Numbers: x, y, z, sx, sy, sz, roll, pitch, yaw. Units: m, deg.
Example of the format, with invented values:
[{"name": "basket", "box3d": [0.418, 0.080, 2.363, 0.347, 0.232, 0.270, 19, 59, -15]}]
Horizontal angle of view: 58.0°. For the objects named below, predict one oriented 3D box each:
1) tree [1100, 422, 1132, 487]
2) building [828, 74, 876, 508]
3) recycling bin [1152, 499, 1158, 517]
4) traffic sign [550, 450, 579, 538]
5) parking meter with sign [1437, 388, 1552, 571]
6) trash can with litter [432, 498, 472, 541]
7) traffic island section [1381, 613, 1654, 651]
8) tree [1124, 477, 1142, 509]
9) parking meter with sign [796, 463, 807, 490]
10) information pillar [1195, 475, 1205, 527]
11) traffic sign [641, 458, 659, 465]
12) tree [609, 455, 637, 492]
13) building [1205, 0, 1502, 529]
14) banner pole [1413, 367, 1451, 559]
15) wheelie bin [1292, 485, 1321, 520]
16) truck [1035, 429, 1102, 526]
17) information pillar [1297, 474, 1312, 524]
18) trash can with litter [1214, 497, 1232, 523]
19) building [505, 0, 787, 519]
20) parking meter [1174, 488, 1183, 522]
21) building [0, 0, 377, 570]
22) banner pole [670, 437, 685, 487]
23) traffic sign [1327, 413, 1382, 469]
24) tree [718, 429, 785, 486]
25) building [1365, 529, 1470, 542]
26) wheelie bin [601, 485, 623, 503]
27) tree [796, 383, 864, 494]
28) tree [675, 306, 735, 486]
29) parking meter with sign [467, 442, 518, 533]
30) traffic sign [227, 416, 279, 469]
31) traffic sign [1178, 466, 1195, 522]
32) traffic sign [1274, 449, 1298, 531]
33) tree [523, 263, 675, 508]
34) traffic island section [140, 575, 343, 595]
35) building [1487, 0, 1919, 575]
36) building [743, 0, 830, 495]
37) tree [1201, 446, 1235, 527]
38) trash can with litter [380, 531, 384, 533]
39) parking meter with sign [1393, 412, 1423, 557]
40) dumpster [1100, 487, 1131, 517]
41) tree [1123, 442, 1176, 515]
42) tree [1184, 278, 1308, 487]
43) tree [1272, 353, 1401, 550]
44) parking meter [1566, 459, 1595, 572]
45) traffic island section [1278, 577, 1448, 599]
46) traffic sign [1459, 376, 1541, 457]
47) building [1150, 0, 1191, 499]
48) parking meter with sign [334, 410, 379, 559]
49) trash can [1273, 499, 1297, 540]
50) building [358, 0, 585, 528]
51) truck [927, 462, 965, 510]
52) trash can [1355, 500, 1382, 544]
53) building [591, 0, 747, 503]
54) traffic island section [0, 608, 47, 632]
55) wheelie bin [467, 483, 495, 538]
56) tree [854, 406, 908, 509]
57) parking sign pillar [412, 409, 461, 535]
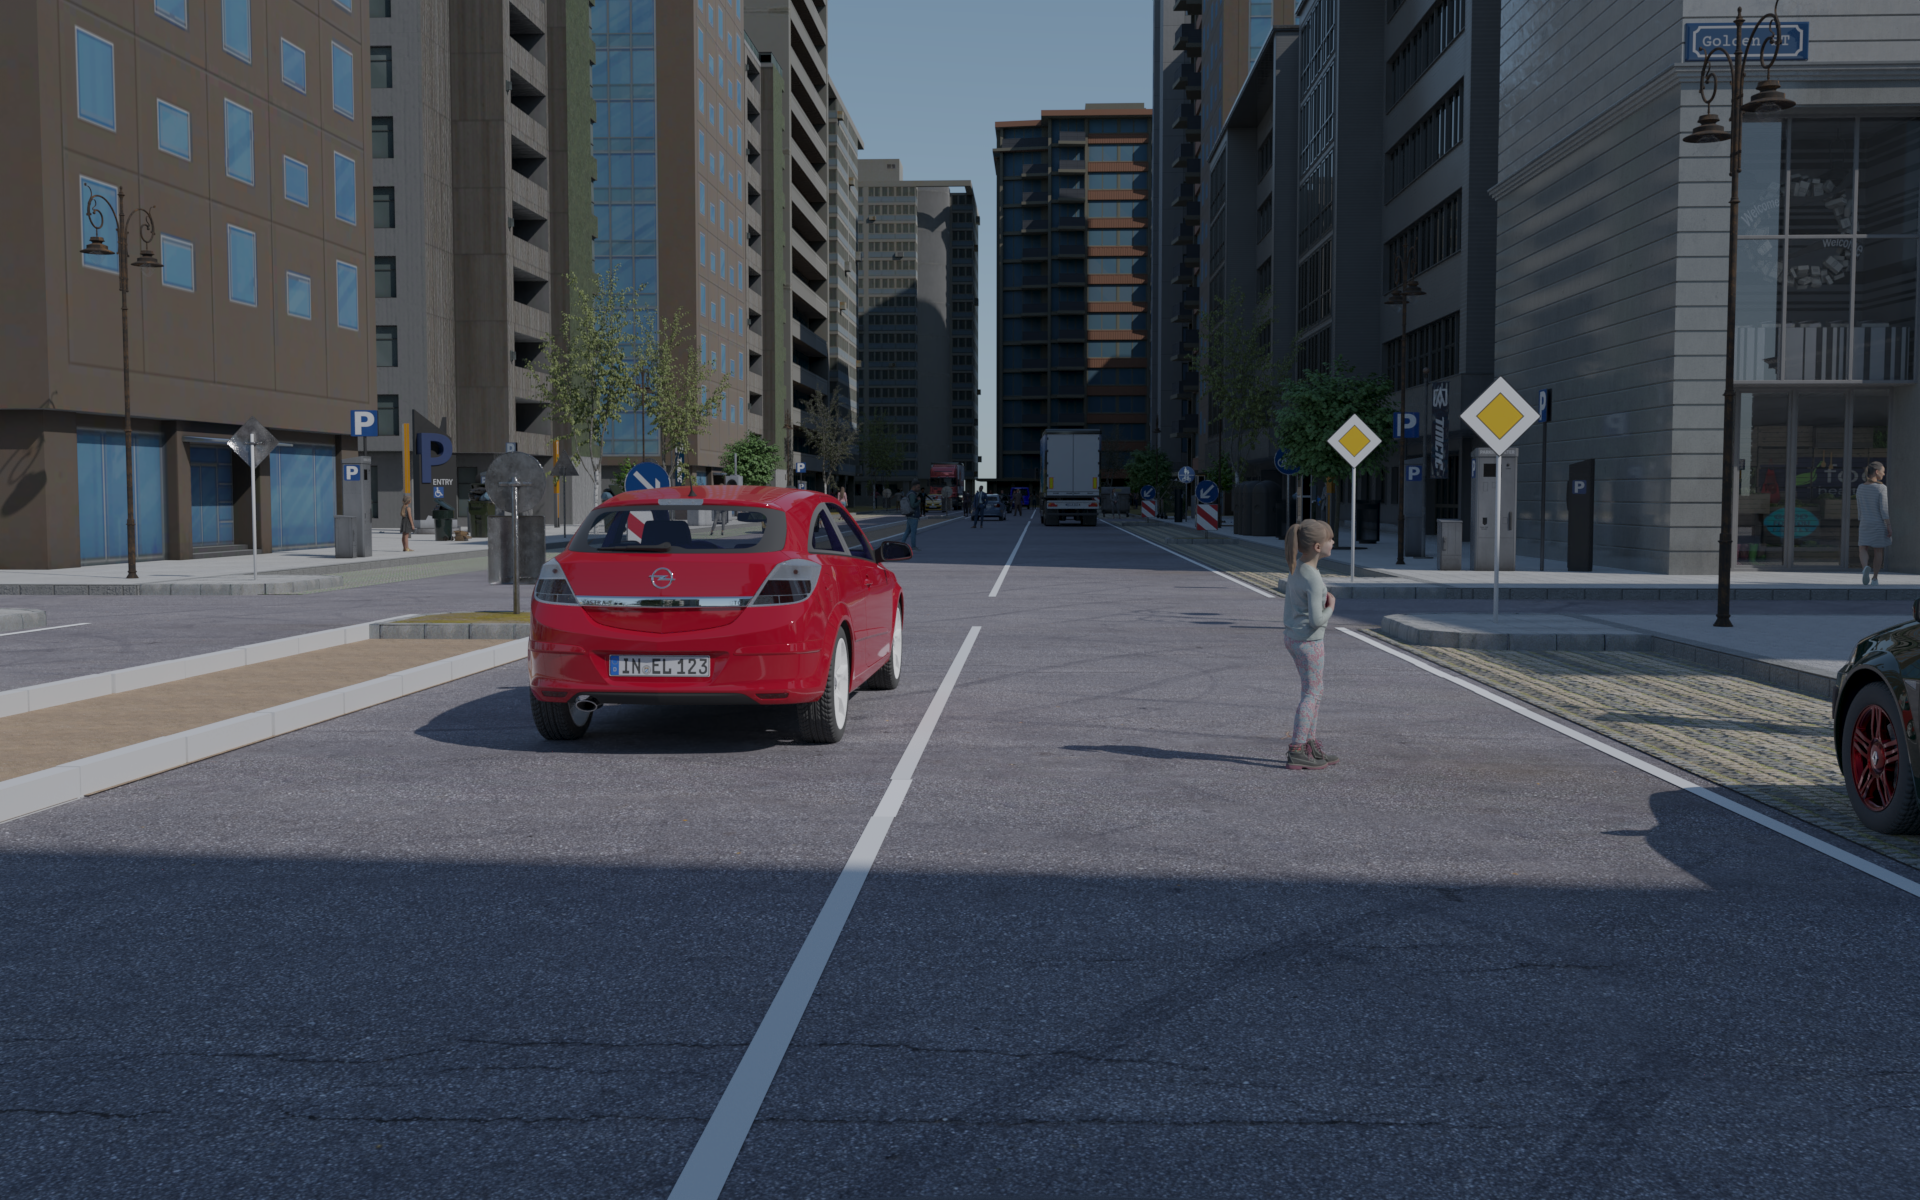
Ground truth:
[{"name": "tree", "box3d": [15.434, -13.837, 176.603, 4.360, 8.622, 3.978, 0, 3, 0]}, {"name": "building", "box3d": [-21.536, -28.578, 159.137, 23.993, 40.220, 32.217, 0, 4, 3]}, {"name": "recycling bin", "box3d": [11.163, -5.187, 97.364, 0.722, 1.027, 0.722, 0, 4, 1]}, {"name": "traffic sign", "box3d": [-11.558, -3.094, 50.586, 0.884, 2.594, 0.081, 0, 4, 5]}, {"name": "parking meter with sign", "box3d": [8.896, -1.997, 28.910, 1.738, 3.016, 0.543, 0, 4, 5]}, {"name": "trash can with litter", "box3d": [-13.862, -2.196, 47.291, 1.055, 1.170, 0.624, 1, 4, 8]}, {"name": "traffic island section", "box3d": [5.357, 0.312, 17.176, 2.009, 0.180, 2.903, 0, 4, 3]}, {"name": "tree", "box3d": [14.750, -9.256, 145.933, 1.663, 3.219, 1.824, 0, 3, 0]}, {"name": "parking meter with sign", "box3d": [-8.789, -6.144, 96.721, 0.543, 3.016, 1.738, 0, 4, 1]}, {"name": "information pillar", "box3d": [9.304, -3.832, 67.141, 0.304, 2.012, 0.304, -1, 4, -12]}, {"name": "traffic sign", "box3d": [-10.998, -3.741, 61.277, 0.768, 2.556, 0.104, 0, 4, 7]}, {"name": "tree", "box3d": [-15.833, -5.415, 83.141, 1.663, 3.219, 1.824, 0, 3, 0]}, {"name": "building", "box3d": [20.433, -16.211, 84.121, 14.314, 24.678, 30.058, 0, 4, 3]}, {"name": "banner pole", "box3d": [9.337, -2.700, 34.164, 0.401, 3.779, 0.863, -2, 4, -30]}, {"name": "wheelie bin", "box3d": [11.784, -3.117, 58.876, 0.980, 1.594, 0.693, 1, 4, 14]}, {"name": "truck", "box3d": [5.007, -5.602, 80.507, 2.839, 4.237, 11.283, 0, 4, 1]}, {"name": "information pillar", "box3d": [9.067, -2.516, 45.622, 0.304, 2.012, 0.304, -1, 4, -12]}, {"name": "trash can with litter", "box3d": [11.266, -4.039, 77.094, 1.678, 1.210, 2.233, 1, 4, 16]}, {"name": "building", "box3d": [-18.915, -20.593, 108.399, 14.160, 30.474, 14.107, 0, 4, 3]}, {"name": "parking meter", "box3d": [9.892, -4.279, 78.376, 0.372, 1.533, 0.369, 0, 3, 0]}, {"name": "building", "box3d": [-21.629, -23.533, 34.875, 14.600, 45.320, 14.200, 0, 4, 3]}, {"name": "banner pole", "box3d": [-11.763, -5.006, 71.869, 0.863, 3.779, 0.401, -3, 5, -42]}, {"name": "traffic sign", "box3d": [5.718, -1.399, 25.071, 0.795, 2.593, 0.064, 0, 4, 3]}, {"name": "tree", "box3d": [-10.483, -6.320, 87.043, 4.285, 4.588, 4.351, 0, 3, 0]}, {"name": "building", "box3d": [19.579, -14.370, 54.013, 14.314, 24.678, 30.058, 0, 4, 3]}, {"name": "wheelie bin", "box3d": [-11.463, -3.019, 57.271, 0.693, 1.594, 0.980, 1, 4, 16]}, {"name": "tree", "box3d": [-8.740, -10.087, 115.288, 4.360, 8.622, 3.978, 0, 3, 0]}, {"name": "tree", "box3d": [-11.199, -7.142, 67.128, 4.737, 8.622, 4.395, 0, 3, 0]}, {"name": "parking meter with sign", "box3d": [-15.637, -3.767, 57.850, 0.543, 3.016, 1.738, 3, 4, 39]}, {"name": "traffic sign", "box3d": [-10.557, -1.448, 25.872, 0.795, 2.593, 0.064, 0, 4, 3]}, {"name": "traffic sign", "box3d": [10.428, -4.873, 79.772, 0.768, 2.556, 0.104, 0, 4, 6]}, {"name": "traffic sign", "box3d": [8.598, -2.766, 45.325, 0.768, 2.556, 0.104, 0, 4, 5]}, {"name": "tree", "box3d": [-11.797, -6.437, 55.607, 4.737, 8.622, 4.395, 0, 3, 0]}, {"name": "traffic island section", "box3d": [-10.581, -0.224, 25.941, 2.009, 0.180, 2.903, 0, 4, 3]}, {"name": "building", "box3d": [26.179, -15.514, 31.152, 29.804, 29.767, 11.434, 0, 4, 3]}, {"name": "building", "box3d": [-21.444, -30.710, 125.810, 21.300, 48.544, 21.600, 0, 4, 3]}, {"name": "tree", "box3d": [10.447, -4.549, 68.977, 1.663, 3.219, 1.824, 0, 3, 0]}, {"name": "trash can with litter", "box3d": [-20.248, -2.846, 57.592, 2.233, 1.210, 1.678, 1, 4, 19]}, {"name": "parking meter with sign", "box3d": [9.388, -2.437, 36.098, 0.543, 3.016, 1.738, 0, 4, 7]}, {"name": "dumpster", "box3d": [9.495, -5.964, 105.731, 1.865, 1.857, 1.264, 0, 4, 4]}, {"name": "tree", "box3d": [11.893, -7.654, 108.862, 4.285, 4.588, 4.351, 0, 3, 0]}, {"name": "tree", "box3d": [9.877, -6.715, 60.147, 4.737, 8.622, 4.395, 0, 3, 0]}, {"name": "tree", "box3d": [8.772, -3.465, 40.374, 4.285, 4.588, 4.351, 0, 3, 0]}, {"name": "parking meter", "box3d": [10.277, -1.406, 28.707, 0.399, 1.863, 0.255, 3, 4, 36]}, {"name": "traffic island section", "box3d": [5.742, -0.176, 25.152, 2.009, 0.180, 2.903, 0, 4, 3]}, {"name": "traffic sign", "box3d": [5.333, -0.912, 17.095, 0.795, 2.593, 0.064, 0, 4, 3]}, {"name": "building", "box3d": [27.978, -37.639, 157.395, 21.231, 58.520, 28.212, 0, 4, 3]}, {"name": "parking meter with sign", "box3d": [-12.284, -2.380, 35.177, 0.543, 3.016, 1.738, 0, 4, -5]}, {"name": "trash can", "box3d": [9.139, -2.249, 48.426, 0.748, 1.137, 0.748, 0, 3, 0]}, {"name": "building", "box3d": [-23.371, -18.247, 70.034, 14.160, 30.474, 14.107, 0, 4, 3]}, {"name": "truck", "box3d": [-1.157, -10.129, 154.520, 2.839, 4.237, 11.283, 0, 4, 4]}, {"name": "trash can", "box3d": [10.554, -2.027, 44.799, 0.748, 1.137, 0.748, 0, 3, 0]}, {"name": "building", "box3d": [-19.471, -26.998, 91.532, 14.600, 45.320, 14.200, 0, 4, 3]}, {"name": "traffic island section", "box3d": [-10.965, 0.264, 17.965, 2.009, 0.180, 2.903, 0, 4, 3]}, {"name": "wheelie bin", "box3d": [-14.012, -2.625, 50.830, 0.980, 1.594, 0.693, 1, 4, 8]}, {"name": "tree", "box3d": [-7.084, -11.962, 145.934, 4.737, 8.622, 4.395, 0, 3, 0]}, {"name": "parking sign pillar", "box3d": [-16.813, -4.097, 55.451, 1.447, 3.967, 1.447, 3, 5, 44]}]
